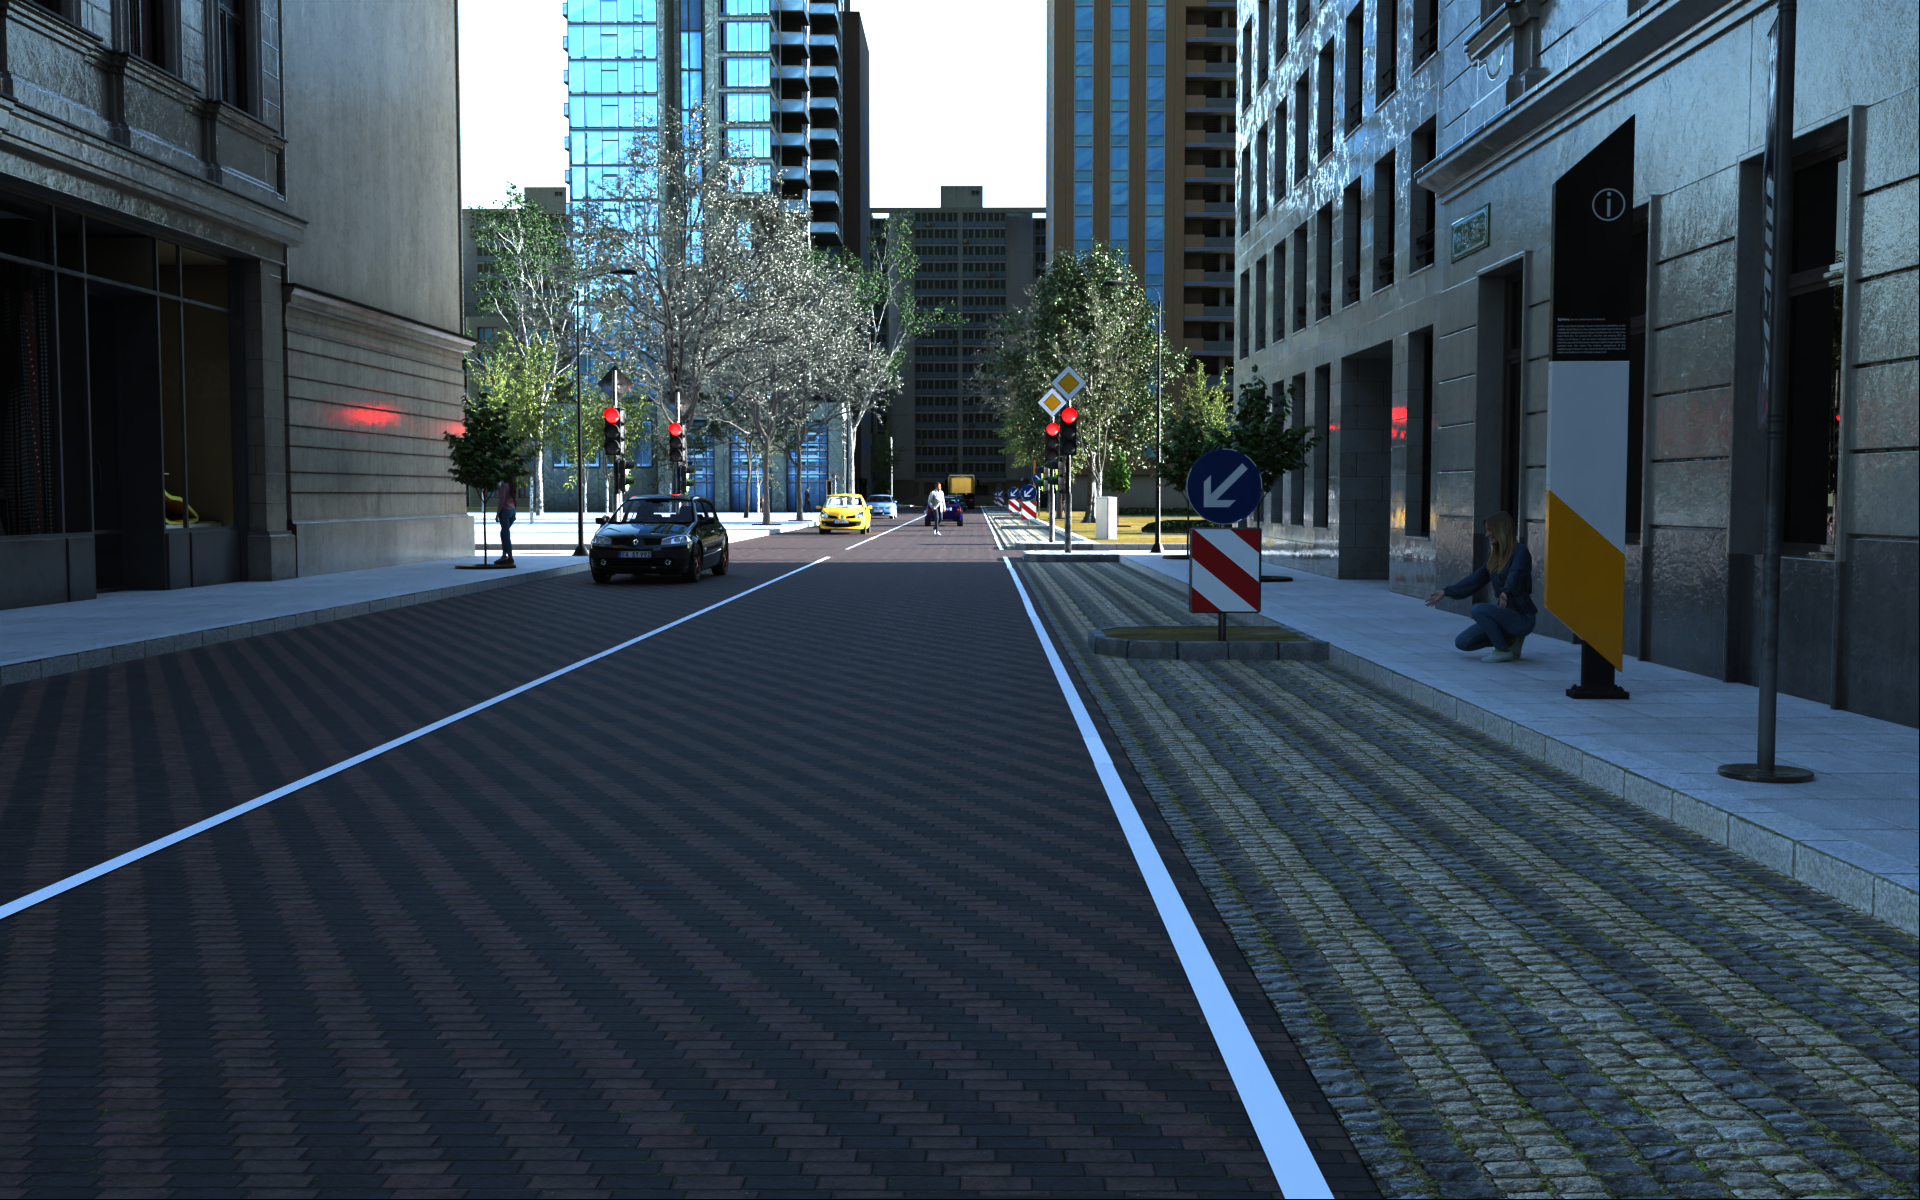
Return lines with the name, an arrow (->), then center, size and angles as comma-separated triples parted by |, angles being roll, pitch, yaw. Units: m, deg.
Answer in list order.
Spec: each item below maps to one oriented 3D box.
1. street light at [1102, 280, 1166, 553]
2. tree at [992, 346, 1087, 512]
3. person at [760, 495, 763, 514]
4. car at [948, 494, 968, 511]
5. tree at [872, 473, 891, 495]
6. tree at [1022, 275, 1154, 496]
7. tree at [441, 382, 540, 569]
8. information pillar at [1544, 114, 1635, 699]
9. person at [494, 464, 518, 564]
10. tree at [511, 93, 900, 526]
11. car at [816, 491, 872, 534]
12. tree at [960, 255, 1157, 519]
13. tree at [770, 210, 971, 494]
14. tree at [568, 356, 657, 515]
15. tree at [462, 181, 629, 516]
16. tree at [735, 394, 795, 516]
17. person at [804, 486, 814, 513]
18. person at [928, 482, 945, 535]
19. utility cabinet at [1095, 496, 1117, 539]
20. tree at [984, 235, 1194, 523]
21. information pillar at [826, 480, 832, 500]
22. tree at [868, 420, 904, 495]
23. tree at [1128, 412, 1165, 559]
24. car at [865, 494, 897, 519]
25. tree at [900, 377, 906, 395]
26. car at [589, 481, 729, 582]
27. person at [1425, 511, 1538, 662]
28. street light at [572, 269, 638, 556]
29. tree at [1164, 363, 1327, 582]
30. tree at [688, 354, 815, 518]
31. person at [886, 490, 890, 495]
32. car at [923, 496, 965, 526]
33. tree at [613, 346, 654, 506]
street light -> 3.788, -3.990, 37.782 | 1.470, 5.913, 1.316 | 0, 4, 0
tree -> 6.121, -12.402, 120.907 | 7.486, 12.596, 7.792 | 0, 3, 0
person -> -12.572, -6.060, 109.797 | 0.362, 1.253, 0.373 | -1, 4, -10
car -> -0.407, -8.125, 144.645 | 2.131, 1.459, 4.920 | 0, 4, 0
tree -> -6.828, -9.871, 155.995 | 1.663, 3.219, 1.824 | 0, 3, 0
tree -> 4.528, -6.595, 58.195 | 4.360, 8.622, 3.978 | 0, 3, 0
tree -> -8.099, -2.163, 29.969 | 1.663, 3.219, 1.824 | 0, 3, 0
information pillar -> 3.935, -1.190, 10.814 | 0.504, 3.616, 0.183 | 0, 4, 5
person -> -8.256, -1.561, 31.580 | 0.388, 1.821, 0.555 | 1, 4, 11
tree -> -8.633, -8.774, 53.830 | 12.009, 13.543, 11.850 | 0, 3, 0
car -> -4.174, -3.223, 62.914 | 2.015, 1.641, 3.980 | 0, 4, 0
tree -> 5.180, -10.921, 88.924 | 12.009, 13.543, 11.850 | 0, 3, 0
tree -> -6.061, -15.842, 114.904 | 12.611, 20.169, 13.585 | 0, 3, 0
tree -> -18.272, -8.582, 90.680 | 4.360, 8.622, 3.978 | 0, 3, 0
tree -> -25.095, -15.182, 104.118 | 12.611, 20.169, 13.585 | 0, 3, 0
tree -> -11.762, -9.312, 102.615 | 4.360, 8.622, 3.978 | 0, 3, 0
person -> -10.482, -6.974, 119.852 | 0.755, 1.850, 0.659 | 2, 4, 24
person -> -0.842, -3.186, 60.439 | 0.661, 1.843, 0.795 | -2, 4, -34
utility cabinet -> 4.175, -2.340, 49.421 | 0.306, 1.237, 1.020 | -1, 4, -15
tree -> 5.872, -9.794, 77.146 | 9.611, 12.733, 9.660 | 0, 3, 0
information pillar -> -7.078, -5.450, 93.602 | 0.304, 2.012, 0.304 | -1, 4, -9
tree -> -7.610, -13.532, 171.609 | 4.737, 8.622, 4.395 | 0, 3, 0
tree -> 4.394, -2.425, 34.253 | 1.663, 3.219, 1.824 | 0, 3, 0
car -> -4.673, -5.486, 101.703 | 2.014, 1.417, 4.499 | 0, 4, 1
tree -> -7.972, -9.810, 70.763 | 12.009, 13.543, 11.850 | 0, 3, 0
car -> -5.045, -1.196, 29.343 | 2.009, 1.686, 4.222 | 0, 4, 2
person -> 4.084, -0.105, 13.250 | 0.738, 1.151, 1.012 | 0, 4, -3
street light -> -7.347, -3.873, 35.864 | 1.470, 5.913, 1.316 | 0, 4, 0
tree -> 4.323, -1.903, 25.721 | 1.663, 3.219, 1.824 | 0, 3, 0
tree -> -11.229, -9.715, 93.254 | 7.601, 10.594, 8.767 | 0, 4, 6
person -> -5.190, -7.291, 128.235 | 0.721, 1.766, 1.217 | 0, 4, 4
car -> -0.732, -4.037, 78.588 | 1.945, 1.354, 3.894 | 0, 4, 0
tree -> -16.269, -8.042, 81.854 | 4.737, 8.622, 4.395 | 0, 3, 0
